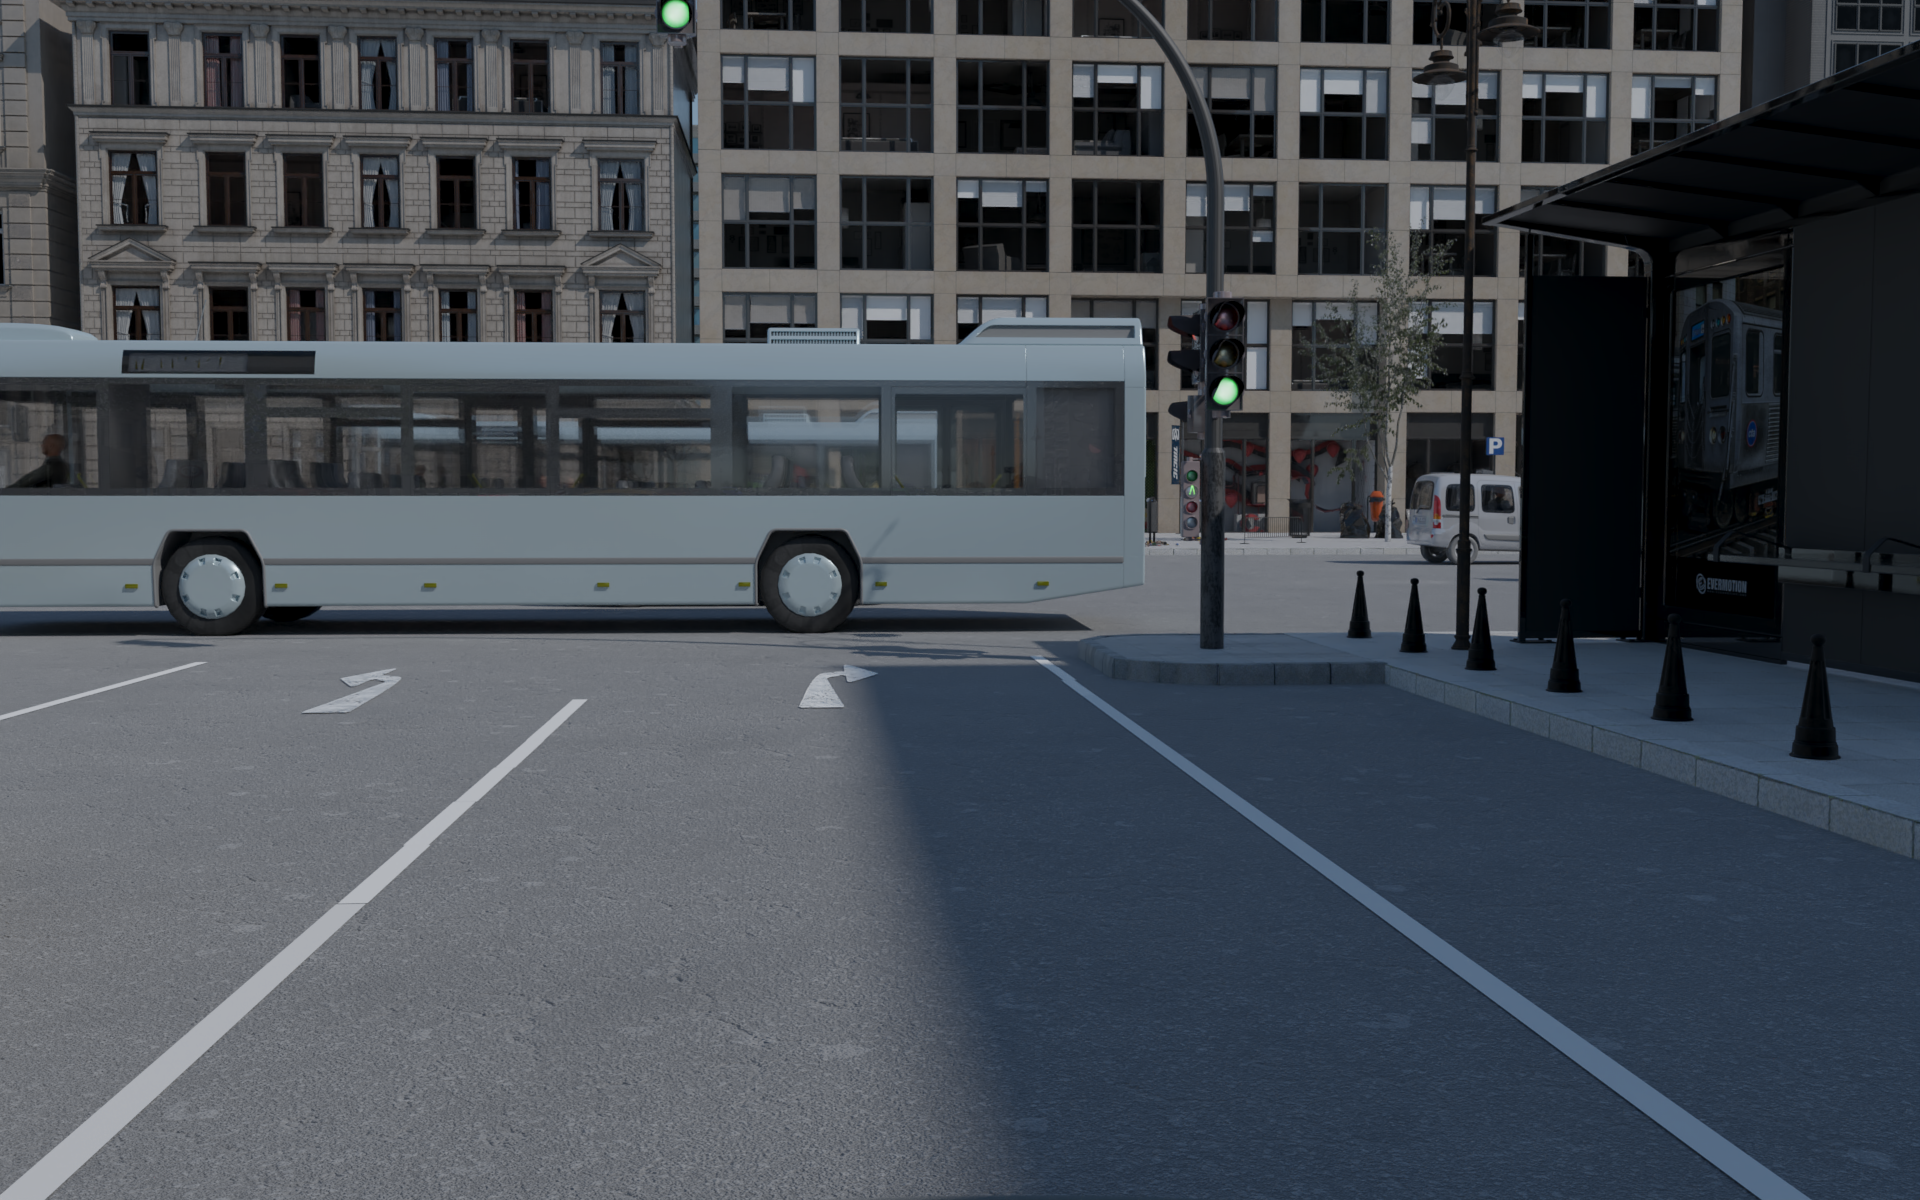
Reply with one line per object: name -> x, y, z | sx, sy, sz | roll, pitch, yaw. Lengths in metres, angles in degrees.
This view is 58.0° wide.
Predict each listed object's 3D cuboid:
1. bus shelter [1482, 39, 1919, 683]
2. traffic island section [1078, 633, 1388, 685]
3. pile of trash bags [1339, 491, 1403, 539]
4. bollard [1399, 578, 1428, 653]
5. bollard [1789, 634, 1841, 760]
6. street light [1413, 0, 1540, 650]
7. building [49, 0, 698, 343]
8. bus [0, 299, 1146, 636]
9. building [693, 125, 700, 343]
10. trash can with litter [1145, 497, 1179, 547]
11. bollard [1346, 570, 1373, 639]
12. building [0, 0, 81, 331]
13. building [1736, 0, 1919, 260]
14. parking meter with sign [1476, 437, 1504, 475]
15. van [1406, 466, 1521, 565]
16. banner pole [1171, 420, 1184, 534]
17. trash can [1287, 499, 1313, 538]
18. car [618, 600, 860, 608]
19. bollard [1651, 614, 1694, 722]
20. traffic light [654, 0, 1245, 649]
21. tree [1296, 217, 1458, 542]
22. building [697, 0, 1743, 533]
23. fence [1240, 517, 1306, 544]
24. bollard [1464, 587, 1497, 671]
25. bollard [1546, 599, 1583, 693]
bus shelter -> 5.571, -1.259, 11.871 | 1.731, 3.624, 6.357 | 0, 4, -5
traffic island section -> 2.107, 0.480, 14.429 | 2.009, 0.180, 2.903 | 0, 4, -5
pile of trash bags -> 12.226, -2.542, 51.308 | 1.912, 1.369, 3.447 | 1, 4, 17
bollard -> 3.688, 0.121, 14.064 | 0.229, 0.601, 0.229 | 0, 3, 0
bollard -> 4.175, 0.465, 8.440 | 0.229, 0.601, 0.229 | 0, 3, 0
street light -> 4.148, -2.528, 14.125 | 0.468, 5.910, 1.993 | 0, 4, -5
building -> -18.260, -11.823, 57.929 | 19.286, 19.102, 10.561 | 0, 4, -5
bus -> -4.769, -1.456, 18.667 | 13.247, 3.499, 2.948 | 0, 4, -3
building -> -28.082, -37.012, 224.757 | 30.456, 49.044, 23.786 | 0, 4, -5
trash can with litter -> 4.608, -1.964, 43.173 | 1.678, 1.210, 2.233 | 1, 4, 18
bollard -> 3.572, 0.035, 15.466 | 0.229, 0.601, 0.229 | 0, 3, 0
building -> -40.508, -15.907, 57.338 | 25.104, 27.353, 12.463 | 0, 4, -5
building -> 38.091, -16.601, 64.933 | 24.014, 27.812, 14.314 | 0, 4, -5
parking meter with sign -> 16.404, -3.531, 53.988 | 0.543, 3.016, 1.738 | 0, 4, 1
van -> 11.382, -1.755, 35.702 | 4.112, 2.044, 2.013 | 0, 4, -6
banner pole -> 6.988, -4.003, 55.468 | 0.401, 3.779, 0.863 | 3, 5, 41
trash can -> 9.879, -2.368, 50.377 | 0.748, 1.137, 0.748 | 0, 3, 0
car -> -2.996, -0.657, 22.750 | 4.499, 1.417, 2.014 | 0, 4, -5
bollard -> 4.055, 0.379, 9.845 | 0.229, 0.601, 0.229 | 0, 3, 0
traffic light -> -0.010, -2.405, 13.991 | 4.771, 5.953, 1.251 | 0, 4, -5
tree -> 11.410, -5.875, 46.418 | 4.360, 8.622, 3.978 | 0, 3, 0
building -> 7.913, -15.942, 65.163 | 34.151, 26.468, 19.350 | 0, 4, -5
fence -> 8.145, -1.812, 44.997 | 2.069, 0.683, 0.278 | -2, 4, -32
bollard -> 3.809, 0.207, 12.653 | 0.229, 0.601, 0.229 | 0, 3, 0
bollard -> 3.931, 0.293, 11.250 | 0.229, 0.601, 0.229 | 0, 3, 0
